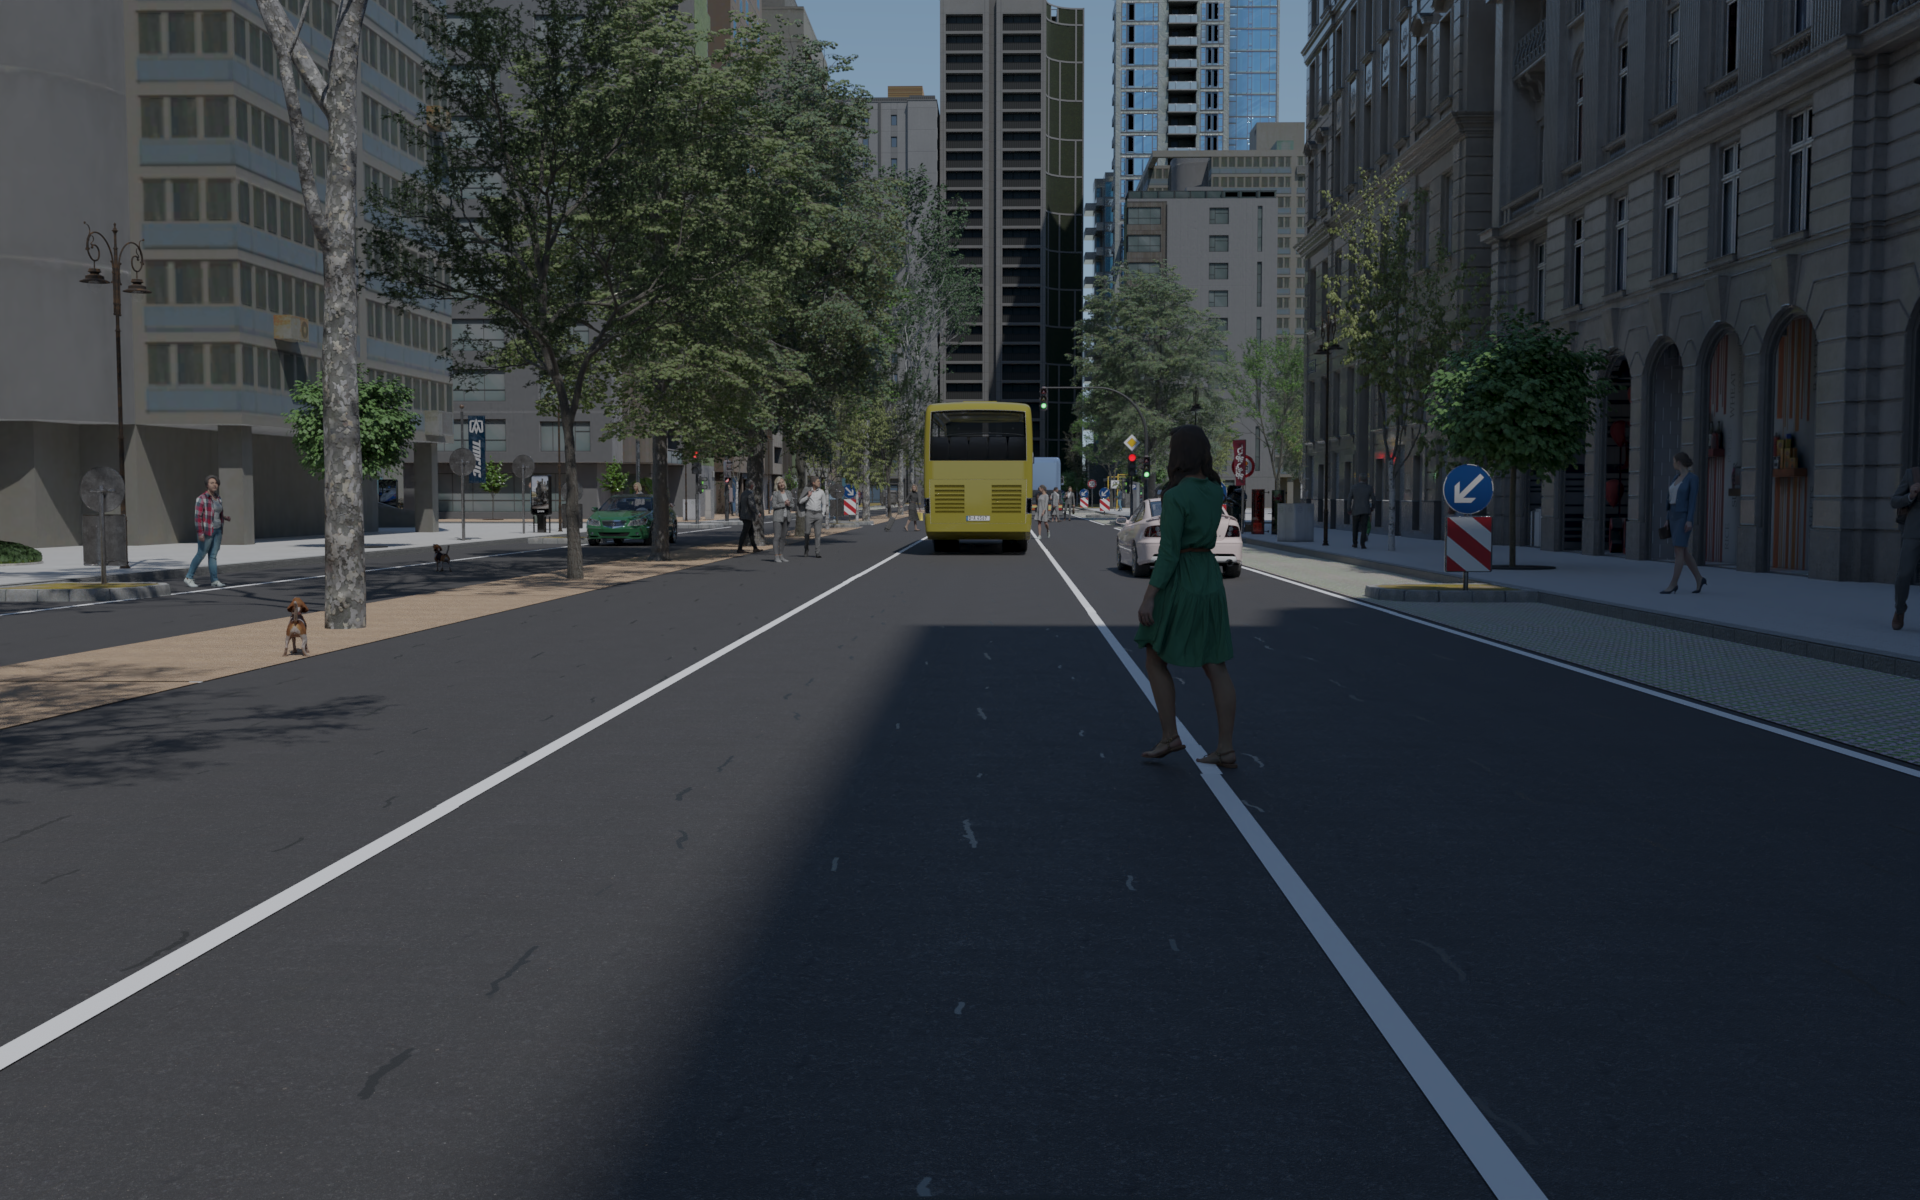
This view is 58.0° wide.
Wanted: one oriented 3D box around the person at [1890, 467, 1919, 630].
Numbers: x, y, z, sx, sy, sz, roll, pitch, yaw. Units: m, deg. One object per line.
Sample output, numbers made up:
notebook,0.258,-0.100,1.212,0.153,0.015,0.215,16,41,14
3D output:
person,8.911,-0.607,15.929,0.622,1.834,0.822,1,4,20

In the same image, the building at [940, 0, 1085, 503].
building,7.680,-49.807,252.603,20.611,71.187,20.563,0,4,1

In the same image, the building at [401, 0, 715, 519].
building,-21.533,-25.058,93.291,14.154,41.232,14.086,0,4,1

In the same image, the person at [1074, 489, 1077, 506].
person,12.803,-11.414,192.291,0.705,1.869,1.348,-1,4,-10

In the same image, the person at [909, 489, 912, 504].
person,-3.625,-7.263,127.437,0.526,1.800,0.537,-1,4,-15

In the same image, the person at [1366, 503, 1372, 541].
person,10.980,-2.234,46.811,0.306,1.304,0.590,1,4,18

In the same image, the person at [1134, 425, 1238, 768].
person,1.212,-0.023,9.120,0.529,1.795,0.600,2,4,35

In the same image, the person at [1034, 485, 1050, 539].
person,2.635,-2.809,55.183,0.466,1.731,0.760,1,4,22

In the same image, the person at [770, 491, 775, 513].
person,-12.559,-6.709,116.402,0.598,1.740,0.731,1,4,18

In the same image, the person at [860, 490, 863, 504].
person,-11.338,-11.875,200.652,0.683,1.767,0.568,1,4,13

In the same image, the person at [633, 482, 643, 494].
person,-10.170,-2.834,55.026,0.709,1.800,0.728,3,5,43

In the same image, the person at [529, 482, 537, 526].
person,-17.260,-3.909,70.301,0.444,1.785,0.601,0,4,-6

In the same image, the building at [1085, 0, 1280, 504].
building,27.401,-54.988,211.726,22.319,86.520,31.000,0,4,1

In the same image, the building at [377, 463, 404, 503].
building,-58.430,-36.667,219.116,30.456,49.044,23.786,0,4,1

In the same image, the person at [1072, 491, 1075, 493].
person,13.527,-12.164,205.067,1.348,1.807,0.705,-3,5,-44

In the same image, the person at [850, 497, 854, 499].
person,-10.920,-10.329,175.601,1.217,1.739,0.721,-1,4,-9

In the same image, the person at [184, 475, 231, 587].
person,-11.611,-1.064,26.738,0.643,1.720,0.563,1,4,16

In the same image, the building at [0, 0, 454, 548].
building,-28.957,-22.017,51.865,23.993,40.220,32.217,0,4,1

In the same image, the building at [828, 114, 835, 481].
building,-21.061,-32.780,186.069,14.600,45.320,14.200,0,4,1

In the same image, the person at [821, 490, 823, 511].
person,-8.967,-6.450,114.634,0.731,1.740,0.598,-3,5,-41

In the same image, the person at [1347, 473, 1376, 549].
person,9.469,-2.107,40.894,0.661,1.777,0.834,0,4,7

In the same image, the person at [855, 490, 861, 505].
person,-11.437,-11.482,194.486,0.721,1.743,1.217,2,4,25

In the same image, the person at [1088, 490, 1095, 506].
person,14.368,-11.255,190.779,1.217,1.735,0.721,-2,4,-31

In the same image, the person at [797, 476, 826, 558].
person,-3.352,-1.866,39.117,0.679,1.850,0.850,-1,4,-20

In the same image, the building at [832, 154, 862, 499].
building,-27.998,-36.586,217.781,30.456,49.044,23.786,0,4,1

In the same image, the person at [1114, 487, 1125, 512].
person,11.720,-7.385,127.134,0.721,1.781,0.623,1,4,19

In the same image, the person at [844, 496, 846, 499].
person,-12.984,-11.573,195.344,0.705,1.814,1.350,2,4,33

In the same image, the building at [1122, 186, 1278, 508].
building,22.610,-24.182,167.082,14.160,30.474,14.107,0,4,1

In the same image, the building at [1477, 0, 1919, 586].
building,18.918,-11.610,31.623,13.314,21.916,24.055,0,4,1

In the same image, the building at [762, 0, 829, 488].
building,-24.422,-33.260,167.501,21.300,48.544,21.600,0,4,1

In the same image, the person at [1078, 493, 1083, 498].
person,13.062,-11.004,186.060,0.705,1.812,1.348,-2,4,-31

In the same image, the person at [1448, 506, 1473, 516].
person,11.871,-2.134,41.036,0.616,1.811,0.778,1,4,16

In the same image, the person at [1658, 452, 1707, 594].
person,9.324,-0.990,22.257,0.654,1.822,0.581,0,4,6

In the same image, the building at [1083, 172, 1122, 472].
building,33.338,-38.786,253.752,30.456,49.044,23.786,0,4,1

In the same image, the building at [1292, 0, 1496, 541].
building,19.021,-15.866,56.672,12.463,27.353,25.104,0,4,1

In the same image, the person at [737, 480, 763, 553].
person,-5.062,-2.022,41.963,0.834,1.777,0.661,-3,5,-39

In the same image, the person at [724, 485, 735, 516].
person,-13.468,-5.812,101.250,0.661,1.801,0.590,-2,4,-30

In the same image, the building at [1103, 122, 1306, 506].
building,31.922,-30.195,185.572,32.217,40.220,23.993,0,4,1

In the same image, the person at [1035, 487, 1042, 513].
person,4.612,-5.632,100.546,0.622,1.834,0.822,2,4,34

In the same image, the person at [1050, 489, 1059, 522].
person,4.896,-4.948,89.976,0.480,1.755,0.524,0,4,8

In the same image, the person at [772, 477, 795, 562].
person,-3.712,-1.704,36.540,0.537,1.800,0.526,-2,4,-30

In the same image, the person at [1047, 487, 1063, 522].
person,4.800,-4.842,87.933,0.850,1.792,0.678,-1,4,-13

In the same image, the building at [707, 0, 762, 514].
building,-21.157,-28.543,116.797,14.600,45.320,14.200,0,4,1

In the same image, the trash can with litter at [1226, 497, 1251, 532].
trash can with litter,9.493,-2.897,58.756,1.055,1.170,0.624,0,4,0

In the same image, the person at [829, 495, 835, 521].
person,-6.671,-5.027,90.951,0.793,1.790,0.793,0,4,2

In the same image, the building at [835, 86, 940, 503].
building,-17.003,-43.512,253.423,28.212,58.520,21.231,0,4,1

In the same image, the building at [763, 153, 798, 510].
building,-20.826,-22.487,139.361,14.160,30.474,14.107,0,4,1
